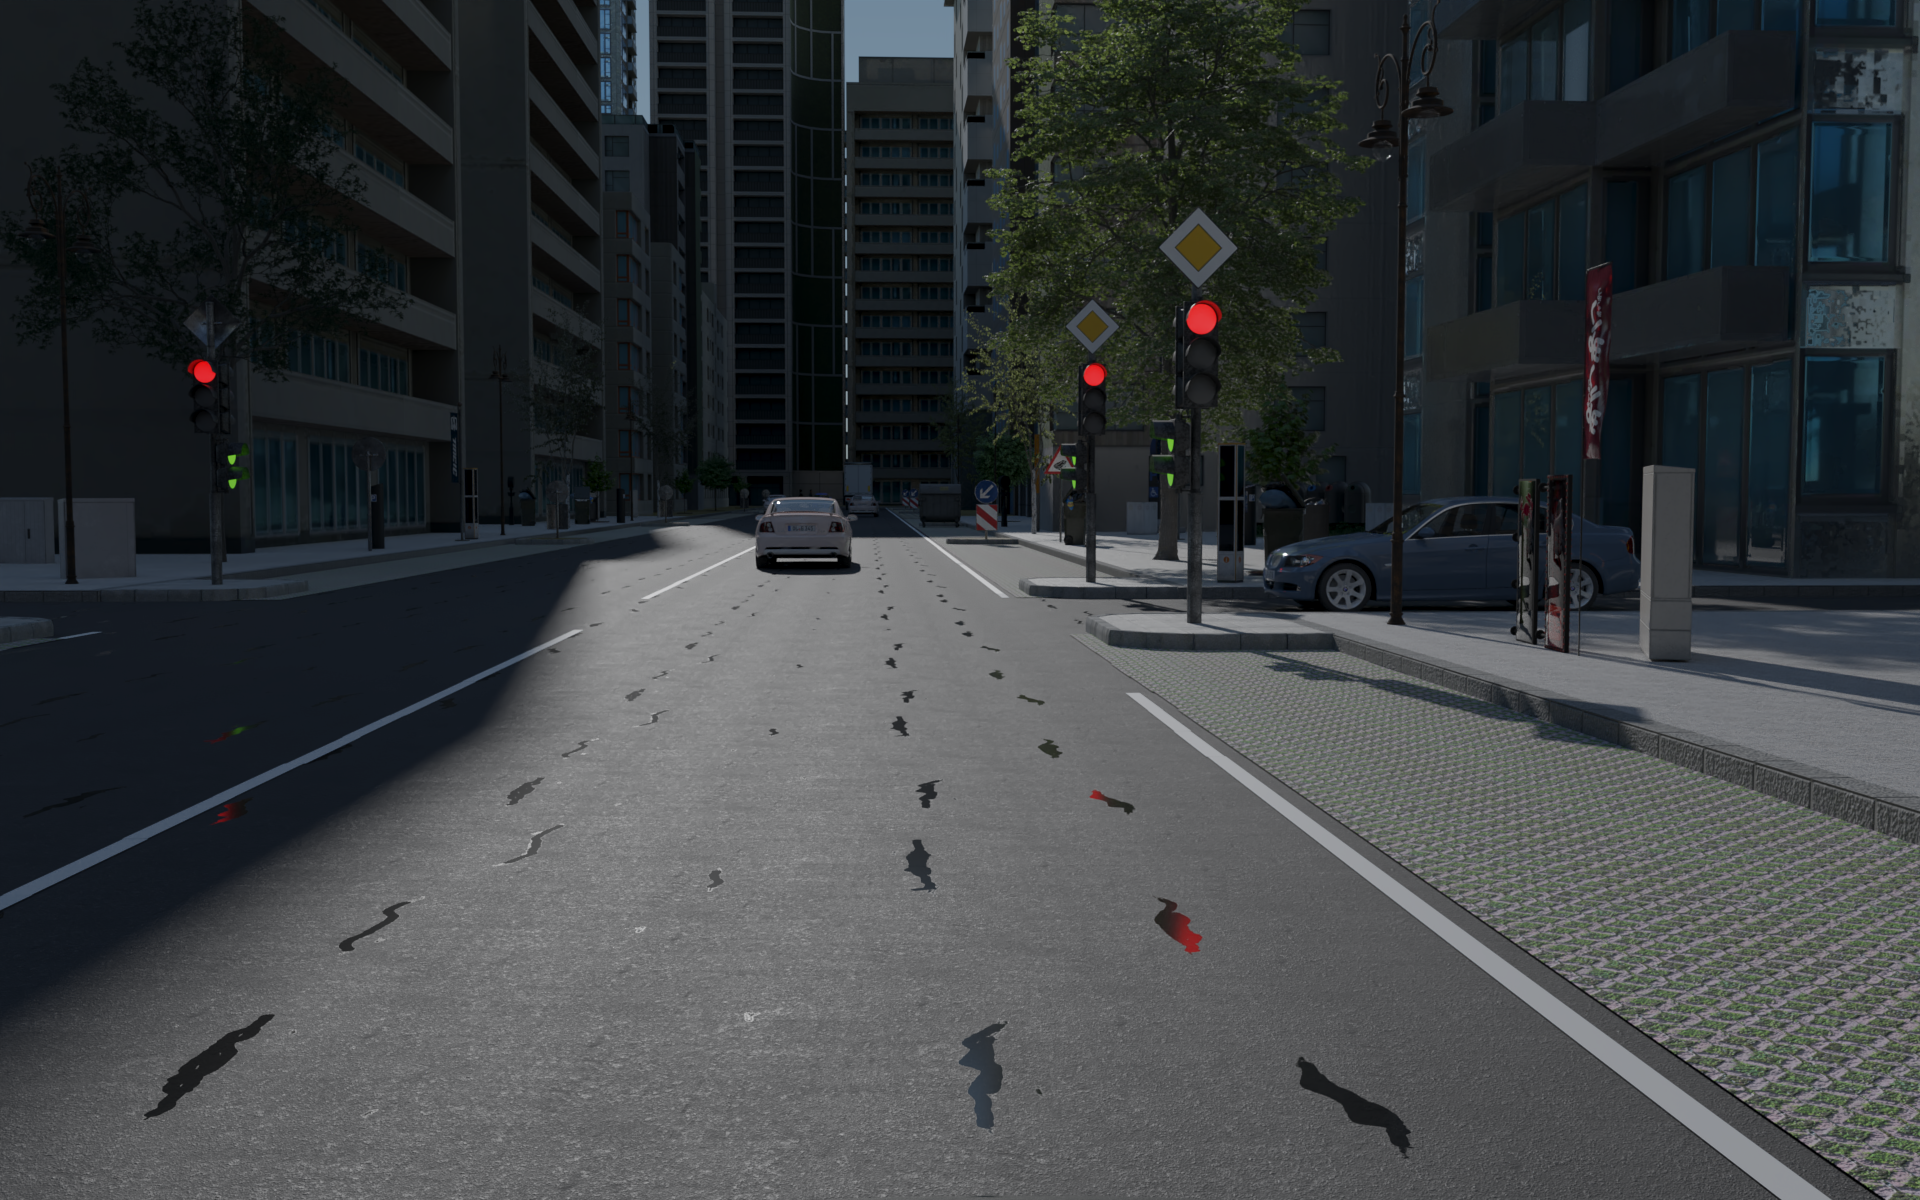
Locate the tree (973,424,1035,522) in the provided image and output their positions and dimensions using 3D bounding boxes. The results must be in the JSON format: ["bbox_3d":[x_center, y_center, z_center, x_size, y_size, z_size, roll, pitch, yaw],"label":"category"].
[{"bbox_3d":[2.060,-5.908,80.317,4.285,4.588,4.351,0,3,0],"label":"tree"}]

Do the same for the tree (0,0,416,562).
[{"bbox_3d":[-14.056,-5.969,32.004,8.767,10.594,7.601,1,4,11],"label":"tree"}]

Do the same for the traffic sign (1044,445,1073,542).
[{"bbox_3d":[2.665,-2.804,45.845,0.884,2.594,0.081,0,4,1],"label":"traffic sign"}]

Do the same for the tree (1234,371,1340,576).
[{"bbox_3d":[5.190,-2.005,27.381,1.663,3.219,1.824,0,3,0],"label":"tree"}]

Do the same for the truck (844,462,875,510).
[{"bbox_3d":[-9.199,-10.339,157.960,2.839,4.237,11.283,0,4,-3],"label":"truck"}]

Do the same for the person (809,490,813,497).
[{"bbox_3d":[-12.596,-8.450,146.676,0.705,1.821,1.348,0,4,7],"label":"person"}]

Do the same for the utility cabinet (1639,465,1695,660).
[{"bbox_3d":[5.598,-0.307,13.702,0.318,1.500,1.173,1,4,18],"label":"utility cabinet"}]

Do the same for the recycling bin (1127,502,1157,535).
[{"bbox_3d":[5.768,-2.588,54.865,0.722,1.027,0.722,3,5,44],"label":"recycling bin"}]

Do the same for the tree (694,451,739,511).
[{"bbox_3d":[-18.449,-9.024,131.249,4.285,4.588,4.351,0,3,0],"label":"tree"}]

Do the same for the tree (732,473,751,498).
[{"bbox_3d":[-19.897,-9.884,156.203,1.663,3.219,1.824,0,3,0],"label":"tree"}]

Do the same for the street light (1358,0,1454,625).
[{"bbox_3d":[4.291,-2.696,16.861,0.468,5.910,1.993,0,4,-3],"label":"street light"}]

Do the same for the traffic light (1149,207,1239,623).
[{"bbox_3d":[2.313,-1.725,17.120,0.839,4.253,0.868,0,4,-3],"label":"traffic light"}]

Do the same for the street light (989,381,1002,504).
[{"bbox_3d":[1.449,-6.008,71.023,0.468,5.910,1.993,0,4,-3],"label":"street light"}]

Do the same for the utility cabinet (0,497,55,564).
[{"bbox_3d":[-17.307,-1.275,32.009,1.020,1.237,0.306,0,4,6],"label":"utility cabinet"}]

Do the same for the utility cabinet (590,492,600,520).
[{"bbox_3d":[-18.258,-4.695,85.441,0.318,1.500,1.173,2,4,25],"label":"utility cabinet"}]

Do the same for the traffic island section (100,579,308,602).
[{"bbox_3d":[-10.547,-0.139,24.550,2.009,0.180,2.903,0,4,-3],"label":"traffic island section"}]

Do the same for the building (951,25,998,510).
[{"bbox_3d":[11.223,-50.009,130.321,22.319,86.520,31.000,0,4,-3],"label":"building"}]

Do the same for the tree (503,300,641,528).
[{"bbox_3d":[-15.071,-7.061,65.812,4.360,8.622,3.978,0,3,0],"label":"tree"}]

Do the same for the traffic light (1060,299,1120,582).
[{"bbox_3d":[1.886,-2.212,25.094,0.839,4.253,0.868,0,4,-3],"label":"traffic light"}]

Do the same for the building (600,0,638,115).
[{"bbox_3d":[-49.013,-53.809,192.441,31.000,86.520,22.319,0,4,-3],"label":"building"}]

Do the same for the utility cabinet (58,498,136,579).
[{"bbox_3d":[-13.202,-0.939,26.507,1.020,1.237,0.306,-3,5,-44],"label":"utility cabinet"}]

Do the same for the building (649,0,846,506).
[{"bbox_3d":[-23.207,-46.198,193.587,20.611,71.187,20.563,0,4,-3],"label":"building"}]

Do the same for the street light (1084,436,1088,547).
[{"bbox_3d":[3.110,-4.225,41.871,0.468,5.910,1.993,0,4,-3],"label":"street light"}]

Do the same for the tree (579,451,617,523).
[{"bbox_3d":[-16.503,-5.119,78.296,1.663,3.219,1.824,0,3,0],"label":"tree"}]

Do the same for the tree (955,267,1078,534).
[{"bbox_3d":[2.197,-6.410,55.165,4.360,8.622,3.978,0,3,0],"label":"tree"}]

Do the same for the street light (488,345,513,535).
[{"bbox_3d":[-14.223,-4.949,53.709,0.468,5.910,1.993,0,4,-3],"label":"street light"}]

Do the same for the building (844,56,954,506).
[{"bbox_3d":[-2.188,-35.031,196.463,21.600,48.544,21.300,0,4,-3],"label":"building"}]

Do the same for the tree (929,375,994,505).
[{"bbox_3d":[0.013,-9.545,106.426,4.737,8.622,4.395,0,3,0],"label":"tree"}]

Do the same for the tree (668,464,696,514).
[{"bbox_3d":[-17.958,-7.267,113.418,1.663,3.219,1.824,0,3,0],"label":"tree"}]

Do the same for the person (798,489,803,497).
[{"bbox_3d":[-14.103,-8.861,153.003,0.705,1.869,1.348,1,4,18],"label":"person"}]

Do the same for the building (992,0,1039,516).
[{"bbox_3d":[9.437,-28.044,108.631,14.600,45.320,14.200,0,4,-3],"label":"building"}]

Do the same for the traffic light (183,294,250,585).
[{"bbox_3d":[-10.507,-2.171,24.417,0.839,4.253,0.868,0,4,-3],"label":"traffic light"}]

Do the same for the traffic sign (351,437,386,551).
[{"bbox_3d":[-13.221,-2.363,38.745,0.768,2.556,0.104,0,4,-1],"label":"traffic sign"}]

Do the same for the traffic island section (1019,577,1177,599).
[{"bbox_3d":[1.927,-0.179,25.210,2.009,0.180,2.903,0,4,-3],"label":"traffic island section"}]

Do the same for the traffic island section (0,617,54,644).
[{"bbox_3d":[-10.121,0.349,16.576,2.009,0.180,2.903,0,4,-3],"label":"traffic island section"}]

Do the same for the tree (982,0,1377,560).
[{"bbox_3d":[4.094,-7.075,33.809,7.486,12.596,7.792,0,3,0],"label":"tree"}]

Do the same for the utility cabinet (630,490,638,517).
[{"bbox_3d":[-17.853,-5.269,94.823,0.318,1.500,1.173,-1,4,-16],"label":"utility cabinet"}]

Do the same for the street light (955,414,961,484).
[{"bbox_3d":[-0.103,-7.774,99.890,0.468,5.910,1.993,0,4,-3],"label":"street light"}]

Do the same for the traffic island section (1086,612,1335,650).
[{"bbox_3d":[2.353,0.309,17.236,2.009,0.180,2.903,0,4,-3],"label":"traffic island section"}]

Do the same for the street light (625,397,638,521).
[{"bbox_3d":[-15.671,-6.714,82.567,0.468,5.910,1.993,0,4,-3],"label":"street light"}]

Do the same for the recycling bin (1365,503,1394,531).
[{"bbox_3d":[11.835,-2.193,48.411,0.722,1.027,0.722,-2,4,-34],"label":"recycling bin"}]

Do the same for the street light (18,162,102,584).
[{"bbox_3d":[-12.680,-3.166,24.546,0.468,5.910,1.993,0,4,-3],"label":"street light"}]

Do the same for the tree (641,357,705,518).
[{"bbox_3d":[-16.164,-8.790,94.077,4.360,8.622,3.978,0,3,0],"label":"tree"}]
